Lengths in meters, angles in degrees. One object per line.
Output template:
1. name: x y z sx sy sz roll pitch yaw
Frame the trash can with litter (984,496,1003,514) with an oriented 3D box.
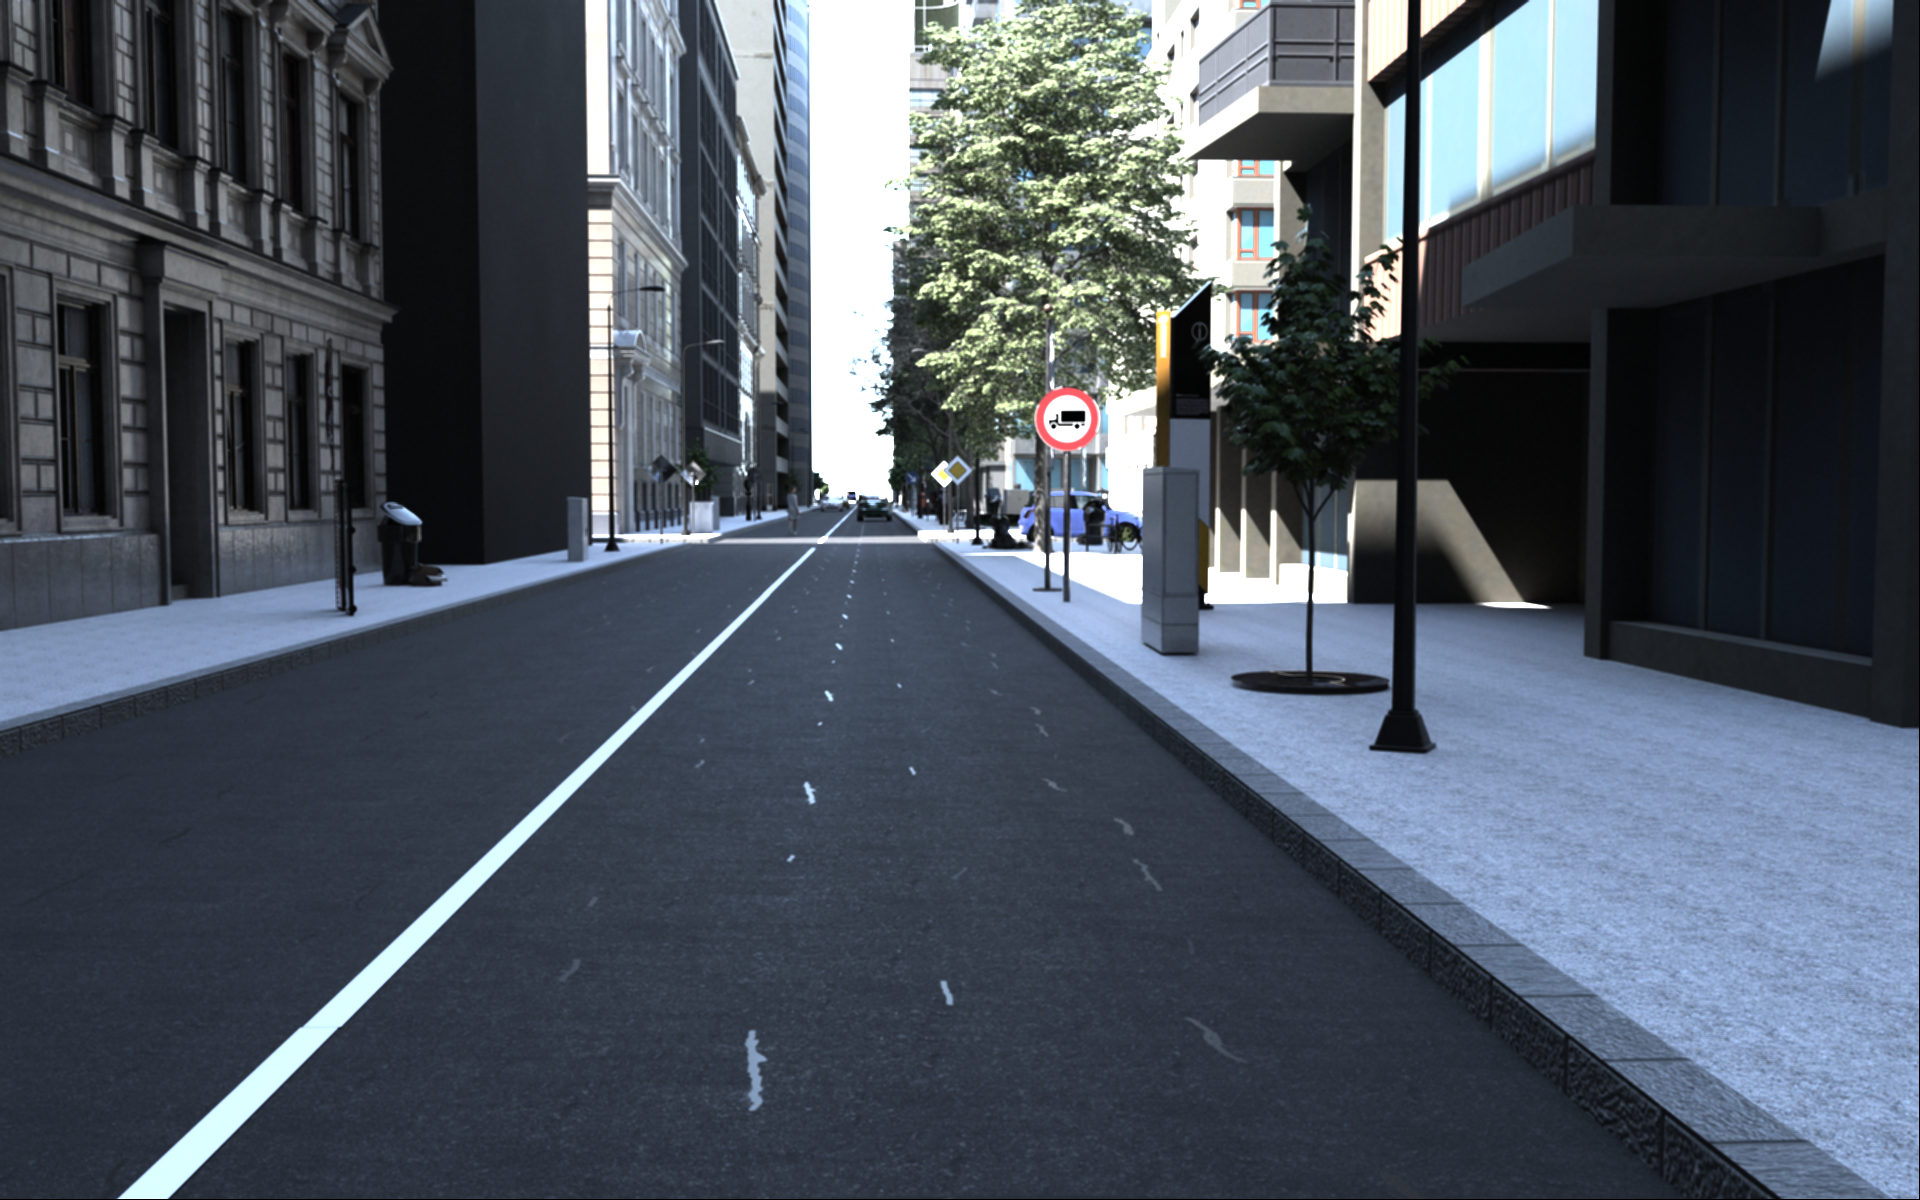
1. trash can with litter: 1.671 -4.791 89.719 0.624 1.170 1.055 3 5 44

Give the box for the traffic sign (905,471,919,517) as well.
1. traffic sign: -2.651 -5.869 96.062 0.768 2.556 0.104 0 4 7

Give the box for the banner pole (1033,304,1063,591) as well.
1. banner pole: 1.181 -1.997 22.675 0.401 3.779 0.863 0 4 -4

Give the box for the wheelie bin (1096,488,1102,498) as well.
1. wheelie bin: 7.362 -4.995 89.574 0.693 1.594 0.980 0 4 0

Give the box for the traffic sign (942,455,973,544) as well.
1. traffic sign: -0.063 -2.495 44.439 0.795 2.450 0.064 0 4 -3

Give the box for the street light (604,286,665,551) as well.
1. street light: -7.271 -4.048 38.734 1.470 5.913 1.316 0 4 -3

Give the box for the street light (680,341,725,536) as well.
1. street light: -7.800 -4.890 52.493 1.470 5.913 1.316 0 4 -3

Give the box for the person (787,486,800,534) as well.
1. person: -5.927 -3.194 61.480 0.466 1.731 0.760 0 4 0

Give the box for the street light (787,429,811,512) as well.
1. street light: -11.890 -9.544 128.587 1.470 5.913 1.316 0 4 -3

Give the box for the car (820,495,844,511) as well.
1. car: -10.834 -8.193 146.320 2.083 1.381 4.827 0 4 -5

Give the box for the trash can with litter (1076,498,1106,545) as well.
1. trash can with litter: 3.242 -1.979 43.751 0.624 1.170 1.055 -2 4 -23

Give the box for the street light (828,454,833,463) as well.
1. street light: -15.622 -13.811 198.342 1.470 5.913 1.316 0 4 -3

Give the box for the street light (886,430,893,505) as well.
1. street light: -4.442 -9.416 126.493 1.470 5.913 1.316 0 4 -3

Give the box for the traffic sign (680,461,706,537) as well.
1. traffic sign: -8.013 -2.960 52.042 0.795 2.450 0.064 0 4 -3

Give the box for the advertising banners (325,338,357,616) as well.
1. advertising banners: -6.806 -1.395 18.991 0.090 3.025 2.074 -2 4 -25

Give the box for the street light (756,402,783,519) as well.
1. street light: -9.643 -7.036 87.574 1.470 5.913 1.316 0 4 -3

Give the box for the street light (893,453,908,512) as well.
1. street light: -2.628 -7.248 91.047 1.470 5.913 1.316 0 4 -3

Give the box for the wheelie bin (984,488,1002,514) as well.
1. wheelie bin: 1.715 -5.096 91.229 0.980 1.594 0.693 -2 4 -24

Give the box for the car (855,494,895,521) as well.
1. car: -4.577 -4.973 93.112 2.131 1.459 4.920 0 4 -1

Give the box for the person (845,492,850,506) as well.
1. person: -13.858 -12.468 213.148 0.445 1.727 0.742 1 4 18

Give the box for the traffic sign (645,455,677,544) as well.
1. traffic sign: -7.598 -2.473 44.068 0.795 2.450 0.064 0 4 -3

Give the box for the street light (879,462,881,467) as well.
1. street light: -8.508 -14.149 203.868 1.470 5.913 1.316 0 4 -3

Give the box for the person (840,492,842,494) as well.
1. person: -16.047 -13.749 234.230 0.436 1.711 0.756 2 4 23

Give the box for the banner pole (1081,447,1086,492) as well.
1. banner pole: 5.804 -5.598 81.549 0.401 3.779 0.863 1 4 22

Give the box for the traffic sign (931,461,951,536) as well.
1. traffic sign: -0.478 -2.983 52.413 0.795 2.450 0.064 0 4 -3

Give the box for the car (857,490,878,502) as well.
1. car: -8.382 -9.236 159.685 2.281 1.827 5.304 0 4 -1

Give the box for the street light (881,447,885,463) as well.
1. street light: -6.703 -12.015 168.991 1.470 5.913 1.316 0 4 -3

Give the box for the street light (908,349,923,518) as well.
1. street light: -0.840 -5.086 55.699 1.470 5.913 1.316 0 4 -3

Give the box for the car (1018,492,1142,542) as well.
1. car: 3.506 -2.434 49.390 3.694 1.707 1.945 0 4 -3

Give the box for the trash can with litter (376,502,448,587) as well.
1. trash can with litter: -7.673 -0.793 24.358 1.055 1.170 0.624 2 4 26

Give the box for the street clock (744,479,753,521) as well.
1. street clock: -10.222 -4.840 83.711 0.358 2.002 0.471 2 4 25

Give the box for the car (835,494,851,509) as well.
1. car: -11.702 -9.751 169.653 2.015 1.641 3.980 0 4 -3

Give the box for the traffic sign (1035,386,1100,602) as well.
1. traffic sign: 1.274 -1.253 20.591 0.768 2.556 0.104 0 4 5

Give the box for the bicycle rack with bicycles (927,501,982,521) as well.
1. bicycle rack with bicycles: -0.387 -4.224 82.439 2.852 0.926 2.925 -1 4 -13

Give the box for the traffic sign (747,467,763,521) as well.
1. traffic sign: -9.646 -4.968 81.330 0.768 2.556 0.104 0 4 4

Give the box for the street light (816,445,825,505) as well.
1. street light: -13.750 -11.675 163.433 1.470 5.913 1.316 0 4 -3

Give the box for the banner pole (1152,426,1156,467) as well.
1. banner pole: 7.115 -4.488 63.396 0.401 3.779 0.863 1 4 18

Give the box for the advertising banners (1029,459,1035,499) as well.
1. advertising banners: 3.597 -5.477 85.732 0.090 3.025 2.074 0 4 -7

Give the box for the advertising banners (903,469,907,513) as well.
1. advertising banners: -3.801 -7.598 120.414 0.090 3.025 2.074 0 4 4

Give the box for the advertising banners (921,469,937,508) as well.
1. advertising banners: -1.805 -7.647 121.209 2.074 3.025 0.090 -2 4 -25

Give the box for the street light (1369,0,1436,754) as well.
1. street light: 1.693 -2.201 8.535 1.470 5.913 1.316 0 4 -3

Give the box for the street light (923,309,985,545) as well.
1. street light: -0.097 -4.338 43.473 1.470 5.913 1.316 0 4 -3

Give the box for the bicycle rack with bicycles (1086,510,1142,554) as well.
1. bicycle rack with bicycles: 4.025 -1.528 38.370 2.852 0.926 2.925 -1 4 -15

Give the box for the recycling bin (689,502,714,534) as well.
1. recycling bin: -8.338 -2.649 55.860 0.722 1.027 0.722 0 4 -4
